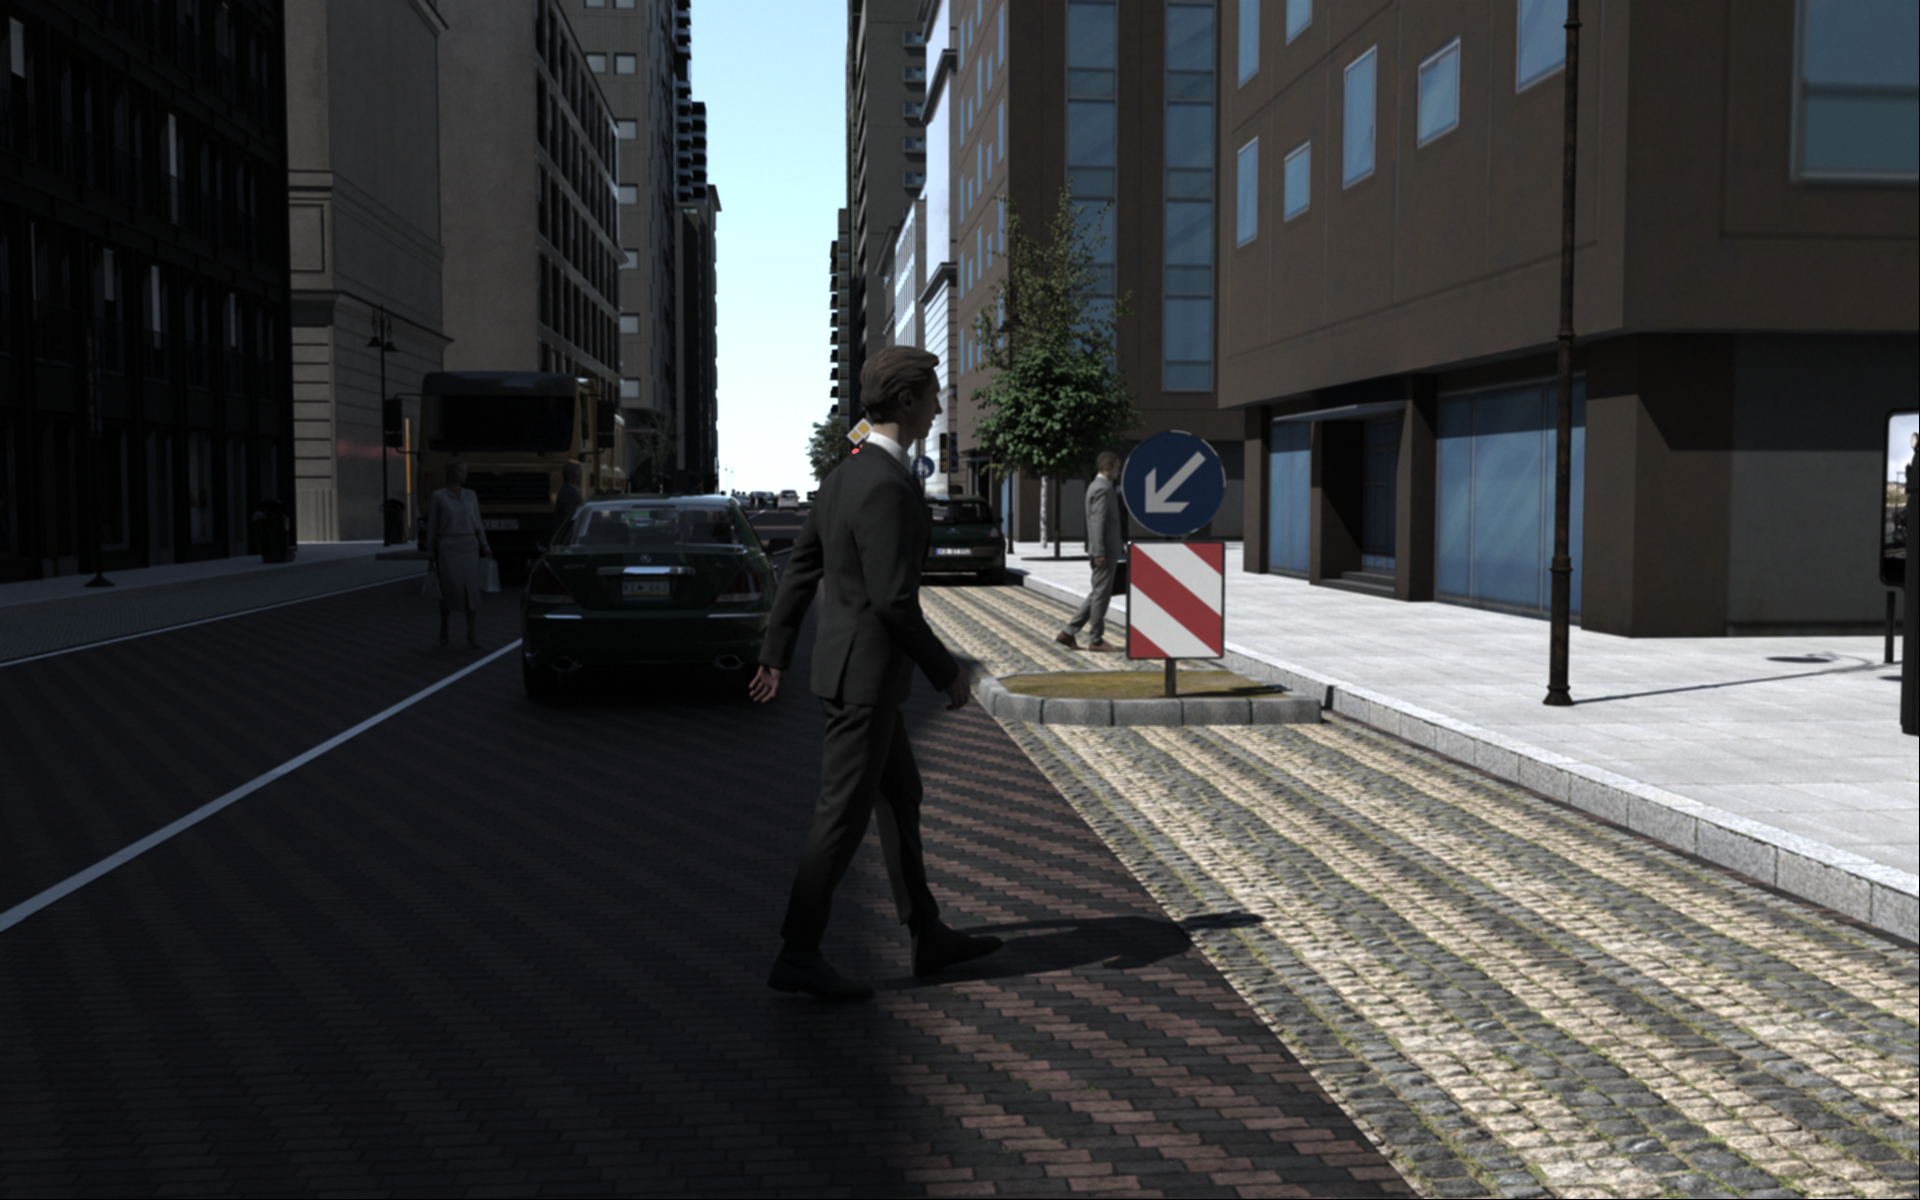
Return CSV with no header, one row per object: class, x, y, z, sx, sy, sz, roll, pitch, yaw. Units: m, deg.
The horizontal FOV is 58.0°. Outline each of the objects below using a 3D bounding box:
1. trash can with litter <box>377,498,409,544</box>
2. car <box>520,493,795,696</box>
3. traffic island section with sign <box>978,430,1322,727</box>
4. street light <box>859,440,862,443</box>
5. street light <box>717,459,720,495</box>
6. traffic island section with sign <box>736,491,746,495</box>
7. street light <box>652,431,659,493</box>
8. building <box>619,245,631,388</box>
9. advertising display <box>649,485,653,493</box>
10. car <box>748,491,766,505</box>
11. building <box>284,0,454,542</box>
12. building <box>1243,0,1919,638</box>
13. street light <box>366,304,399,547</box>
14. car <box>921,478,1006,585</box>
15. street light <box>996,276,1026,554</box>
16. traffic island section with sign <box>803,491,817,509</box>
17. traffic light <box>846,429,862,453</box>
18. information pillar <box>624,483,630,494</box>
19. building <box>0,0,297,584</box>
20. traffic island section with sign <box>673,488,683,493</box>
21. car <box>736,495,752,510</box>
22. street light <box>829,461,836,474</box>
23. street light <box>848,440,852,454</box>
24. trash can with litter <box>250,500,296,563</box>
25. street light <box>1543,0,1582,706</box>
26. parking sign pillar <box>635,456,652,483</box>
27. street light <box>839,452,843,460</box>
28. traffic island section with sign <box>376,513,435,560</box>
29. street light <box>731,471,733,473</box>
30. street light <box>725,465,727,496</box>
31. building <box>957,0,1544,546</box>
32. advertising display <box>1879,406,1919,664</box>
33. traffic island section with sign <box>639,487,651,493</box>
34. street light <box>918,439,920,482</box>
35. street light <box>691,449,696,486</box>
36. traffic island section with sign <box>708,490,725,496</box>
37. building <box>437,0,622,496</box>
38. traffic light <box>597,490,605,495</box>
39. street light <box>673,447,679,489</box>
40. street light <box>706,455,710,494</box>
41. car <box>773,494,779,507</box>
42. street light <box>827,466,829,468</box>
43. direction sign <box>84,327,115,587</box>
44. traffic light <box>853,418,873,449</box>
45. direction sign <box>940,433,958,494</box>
trash can with litter,-14.574,-2.033,44.624,0.624,1.170,1.055,0,4,-5
car,-2.367,-0.124,13.820,2.131,1.459,4.920,0,4,-7
traffic island section with sign,1.156,-0.180,11.565,1.989,1.847,2.006,0,4,-5
street light,-6.841,-8.968,119.412,0.468,5.910,1.993,0,4,-5
street light,-32.093,-15.746,230.236,0.468,5.910,1.993,0,4,-5
traffic island section with sign,-34.657,-16.490,278.230,1.989,1.847,2.006,0,4,-5
street light,-21.868,-9.291,124.698,0.468,5.910,1.993,0,4,-5
building,-28.529,-17.015,114.346,11.583,22.565,21.152,0,4,-5
advertising display,-20.919,-6.836,116.974,0.123,1.923,0.974,-2,4,-24
car,-25.773,-12.894,219.496,2.281,1.827,5.304,0,4,-6
building,-31.456,-13.346,51.486,30.059,22.955,16.112,0,4,-5
building,11.853,-22.702,21.293,14.600,45.320,14.200,0,4,-5
street light,-14.041,-4.247,42.227,0.468,5.910,1.993,0,4,-5
car,-0.239,-1.143,28.480,2.009,1.686,4.222,0,4,-4
street light,1.081,-3.923,36.932,0.468,5.910,1.993,0,4,-5
traffic island section with sign,-16.676,-11.565,197.714,1.989,1.847,2.006,0,4,-5
traffic light,-4.320,-5.062,71.686,0.839,4.253,0.868,0,4,-5
information pillar,-21.512,-6.574,111.974,0.304,2.012,0.304,1,4,14
building,-20.264,-12.238,29.762,12.332,23.373,15.834,0,4,-5
traffic island section with sign,-19.538,-6.839,120.440,1.989,1.847,2.006,0,4,-5
car,-19.990,-8.885,157.631,2.083,1.381,4.827,0,4,-7
street light,-14.246,-13.657,196.082,0.468,5.910,1.993,0,4,-5
street light,-9.183,-10.552,145.307,0.468,5.910,1.993,0,4,-5
trash can with litter,-12.846,-1.290,32.477,0.624,1.170,1.055,0,4,-8
street light,3.646,-2.299,10.374,0.468,5.910,1.993,0,4,-5
parking sign pillar,-22.187,-8.122,121.268,1.447,3.967,1.447,2,4,35
street light,-11.676,-12.060,169.968,0.468,5.910,1.993,0,4,-5
traffic island section with sign,-11.648,-1.808,38.194,1.989,1.847,2.006,0,4,-5
street light,-37.153,-18.924,282.194,0.468,5.910,1.993,0,4,-5
street light,-34.592,-17.345,256.384,0.468,5.910,1.993,0,4,-5
building,7.447,-24.561,51.691,14.600,45.320,14.200,0,4,-5
advertising display,7.095,-0.455,12.659,0.123,1.923,0.974,0,4,-7
traffic island section with sign,-16.943,-5.190,93.478,1.989,1.847,2.006,0,4,-5
street light,-1.491,-5.524,63.110,0.468,5.910,1.993,0,4,-5
street light,-26.580,-12.255,173.149,0.468,5.910,1.993,0,4,-5
traffic island section with sign,-24.160,-9.790,168.698,1.989,1.847,2.006,0,4,-5
building,-28.453,-17.247,86.510,19.350,26.468,34.151,0,4,-5
traffic light,-14.732,-5.000,70.676,0.839,4.253,0.868,0,4,-5
street light,-24.189,-10.675,147.323,0.468,5.910,1.993,0,4,-5
street light,-29.097,-13.873,199.602,0.468,5.910,1.993,0,4,-5
car,-20.053,-11.358,194.497,1.959,1.807,4.718,0,4,-4
street light,-16.793,-15.273,222.504,0.468,5.910,1.993,0,4,-5
direction sign,-11.937,-1.953,23.923,0.379,3.537,0.876,-1,4,-16
traffic light,-3.558,-4.576,63.737,0.839,4.253,0.868,0,4,-5
direction sign,-0.412,-4.424,64.331,0.876,3.537,0.379,3,5,41
